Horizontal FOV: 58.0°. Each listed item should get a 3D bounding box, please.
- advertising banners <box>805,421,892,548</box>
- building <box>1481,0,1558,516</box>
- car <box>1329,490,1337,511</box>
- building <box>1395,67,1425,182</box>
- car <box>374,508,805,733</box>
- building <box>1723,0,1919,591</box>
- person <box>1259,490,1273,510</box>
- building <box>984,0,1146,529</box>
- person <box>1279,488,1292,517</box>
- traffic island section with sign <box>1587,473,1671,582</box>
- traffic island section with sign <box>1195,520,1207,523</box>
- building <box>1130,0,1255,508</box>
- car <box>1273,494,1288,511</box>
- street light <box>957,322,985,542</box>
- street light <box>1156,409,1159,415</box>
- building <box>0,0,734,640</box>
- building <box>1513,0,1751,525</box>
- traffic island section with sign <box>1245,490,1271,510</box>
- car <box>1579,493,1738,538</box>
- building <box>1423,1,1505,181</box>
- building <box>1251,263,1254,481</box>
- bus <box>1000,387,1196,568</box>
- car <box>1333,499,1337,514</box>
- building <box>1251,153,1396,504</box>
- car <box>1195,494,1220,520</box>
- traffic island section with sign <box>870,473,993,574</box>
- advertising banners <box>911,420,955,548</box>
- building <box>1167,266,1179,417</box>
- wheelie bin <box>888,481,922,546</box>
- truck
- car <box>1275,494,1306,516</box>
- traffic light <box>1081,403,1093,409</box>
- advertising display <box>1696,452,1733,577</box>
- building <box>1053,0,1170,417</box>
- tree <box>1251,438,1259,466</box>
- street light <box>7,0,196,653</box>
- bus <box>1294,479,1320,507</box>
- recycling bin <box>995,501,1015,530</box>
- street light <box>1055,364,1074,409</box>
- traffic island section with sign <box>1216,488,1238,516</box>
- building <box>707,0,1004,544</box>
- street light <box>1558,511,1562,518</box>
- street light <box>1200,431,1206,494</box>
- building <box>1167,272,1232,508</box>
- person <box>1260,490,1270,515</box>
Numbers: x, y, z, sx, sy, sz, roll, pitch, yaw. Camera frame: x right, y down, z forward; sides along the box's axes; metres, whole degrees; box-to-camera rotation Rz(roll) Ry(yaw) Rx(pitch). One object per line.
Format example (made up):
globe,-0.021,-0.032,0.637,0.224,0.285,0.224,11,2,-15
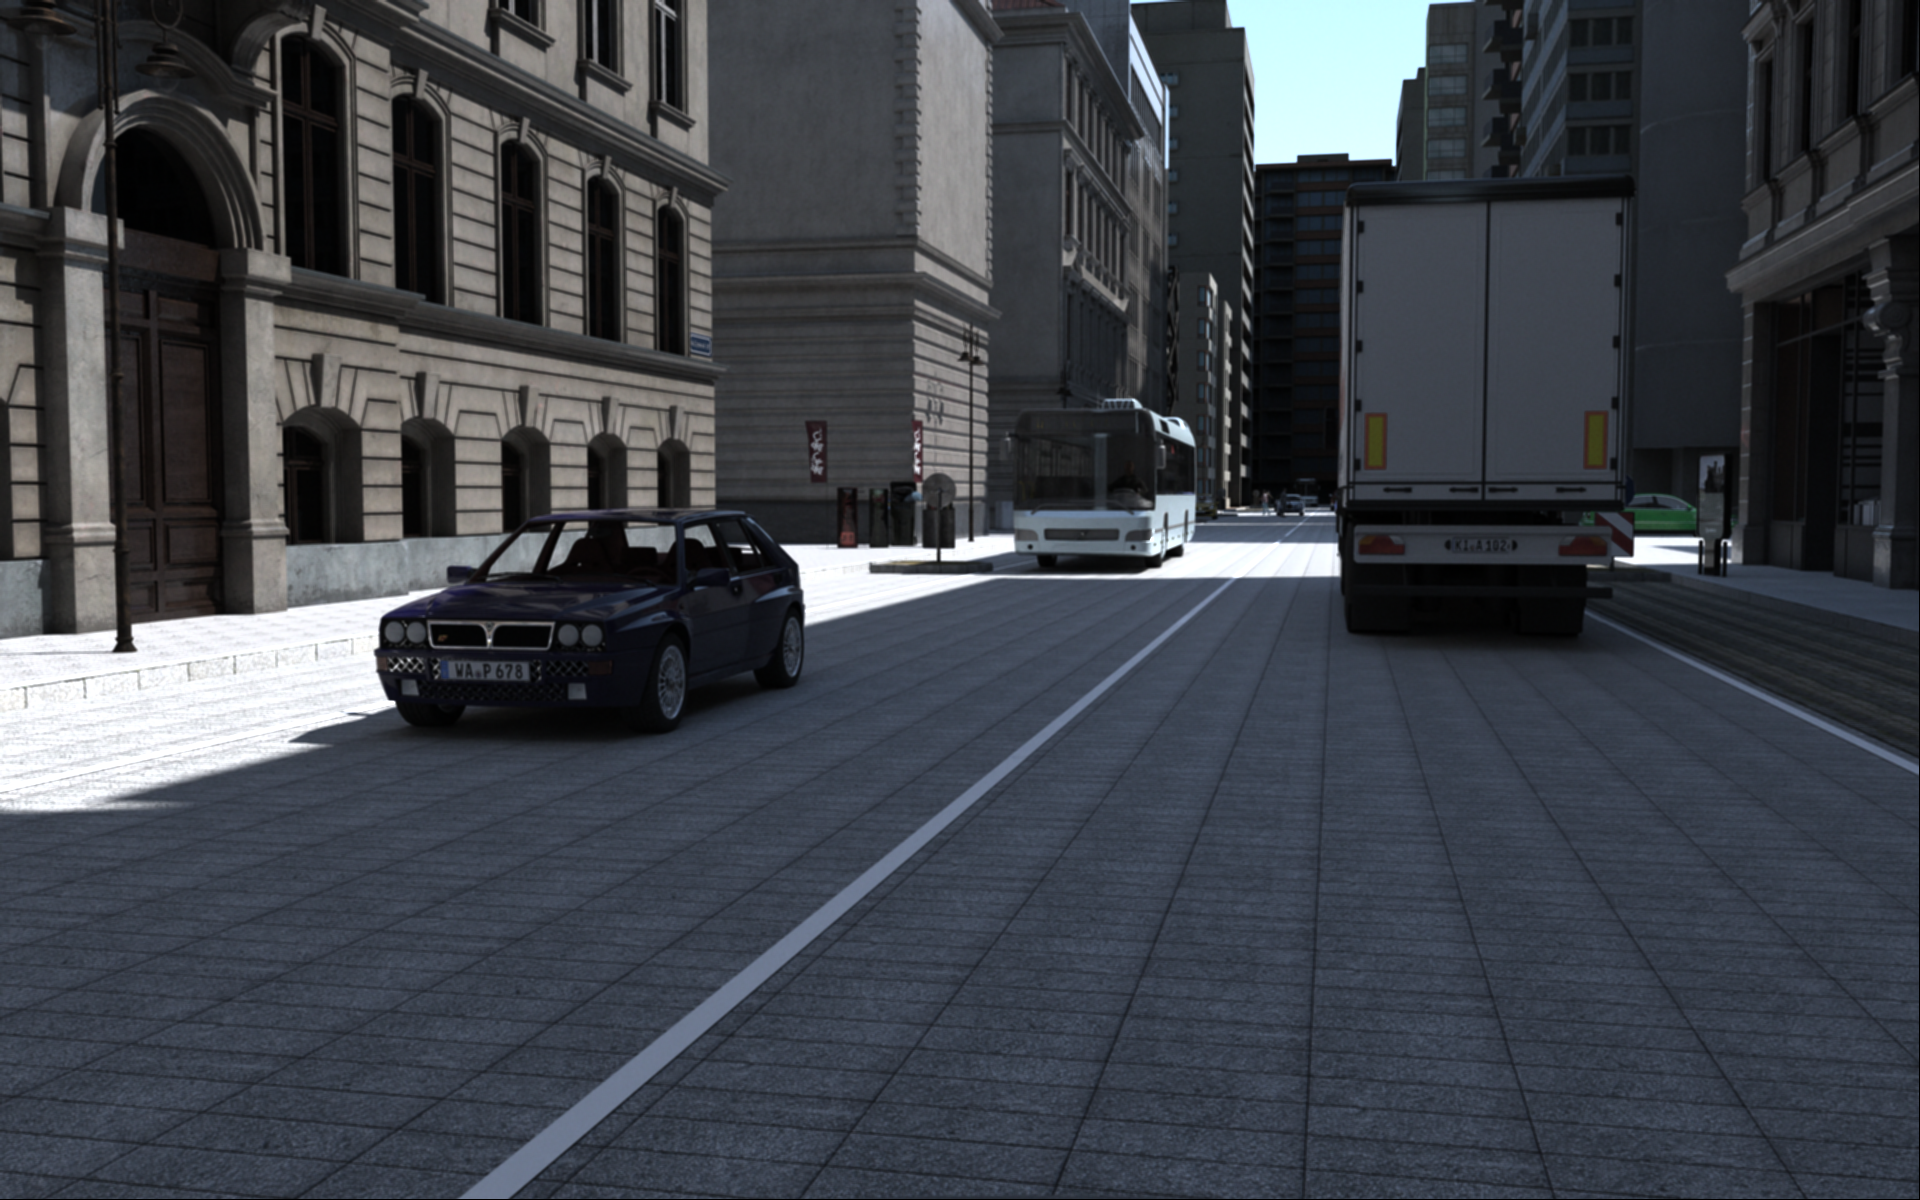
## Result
advertising banners,-2.657,-2.759,41.300,2.074,3.025,0.090,0,4,3
building,43.373,-27.512,104.444,22.147,44.769,28.867,1,4,12
car,32.859,-8.563,148.670,2.281,1.827,5.304,1,4,11
building,59.407,-34.767,192.140,21.300,48.544,21.600,1,4,12
car,-2.324,0.051,11.739,1.945,1.354,3.894,1,4,11
building,18.349,-10.907,29.247,10.553,20.767,40.483,1,4,12
person,28.056,-9.183,158.660,1.348,1.823,0.705,0,4,-1
building,0.812,-14.450,72.416,11.583,22.565,21.152,1,4,12
person,20.132,-6.042,107.414,0.853,1.813,0.709,3,4,37
traffic island section with sign,10.767,-1.255,29.150,1.989,1.847,2.006,1,4,12
traffic island section with sign,11.144,-4.694,85.373,1.989,1.847,2.006,1,4,12
building,18.517,-33.786,176.097,21.300,48.544,21.600,1,4,12
car,26.952,-8.184,143.589,2.009,1.686,4.222,1,4,11
street light,0.302,-4.516,46.617,0.468,5.910,1.993,1,4,12
street light,10.787,-7.458,94.727,0.468,5.910,1.993,1,4,12
building,-13.379,-12.160,17.900,14.460,24.649,34.723,1,4,12
building,35.348,-23.035,68.499,23.993,40.220,32.217,1,4,12
traffic island section with sign,27.524,-9.297,160.628,1.989,1.847,2.006,1,4,12
car,21.642,-2.735,53.510,4.718,1.807,1.959,1,4,13
building,46.427,-28.352,147.155,14.154,41.232,14.086,1,4,12
building,27.214,-26.398,203.308,14.107,30.474,14.160,1,4,12
bus,3.304,-2.558,36.687,2.948,3.499,13.247,1,4,11
car,27.396,-6.903,122.461,1.945,1.707,3.694,1,4,11
building,46.352,-34.937,225.852,28.867,44.769,22.147,1,4,12
car,13.676,-5.363,97.914,2.015,1.641,3.980,1,4,11
traffic island section with sign,-0.455,-1.430,32.009,1.989,1.847,2.006,1,4,12
advertising banners,-0.654,-2.785,41.725,0.090,3.025,2.074,2,4,29
building,5.619,-15.004,112.762,16.820,18.784,16.811,1,4,12
wheelie bin,-1.377,-2.142,42.937,0.980,1.594,0.693,0,4,4
truck,5.830,-1.957,20.903,2.839,4.237,11.283,1,4,12
car,22.161,-6.363,116.045,2.014,1.417,4.499,1,4,13
traffic light,3.900,-3.938,53.310,0.839,4.253,0.868,1,4,12
advertising display,11.818,-1.342,27.159,0.123,1.923,0.974,0,4,-1
building,4.232,-16.843,93.408,12.078,24.808,19.932,1,4,12
tree,31.214,-14.883,193.702,4.360,8.622,3.978,0,3,0
street light,-6.790,-2.515,13.902,0.468,5.910,1.993,1,4,12
bus,40.159,-12.597,200.817,2.948,3.499,13.247,1,4,11
recycling bin,1.704,-2.992,61.474,0.722,1.027,0.722,-1,4,-19
street light,3.741,-5.446,61.823,0.468,5.910,1.993,1,4,12
traffic island section with sign,16.924,-6.316,111.901,1.989,1.847,2.006,1,4,12
building,-9.136,-13.532,50.127,19.941,23.489,11.050,1,4,12
street light,17.382,-4.725,50.034,0.468,5.910,1.993,1,4,12
street light,17.900,-9.457,127.407,0.468,5.910,1.993,1,4,12
building,8.987,-18.789,152.235,27.650,21.520,28.899,1,4,12
person,20.840,-6.661,118.244,0.643,1.720,0.563,3,5,40
